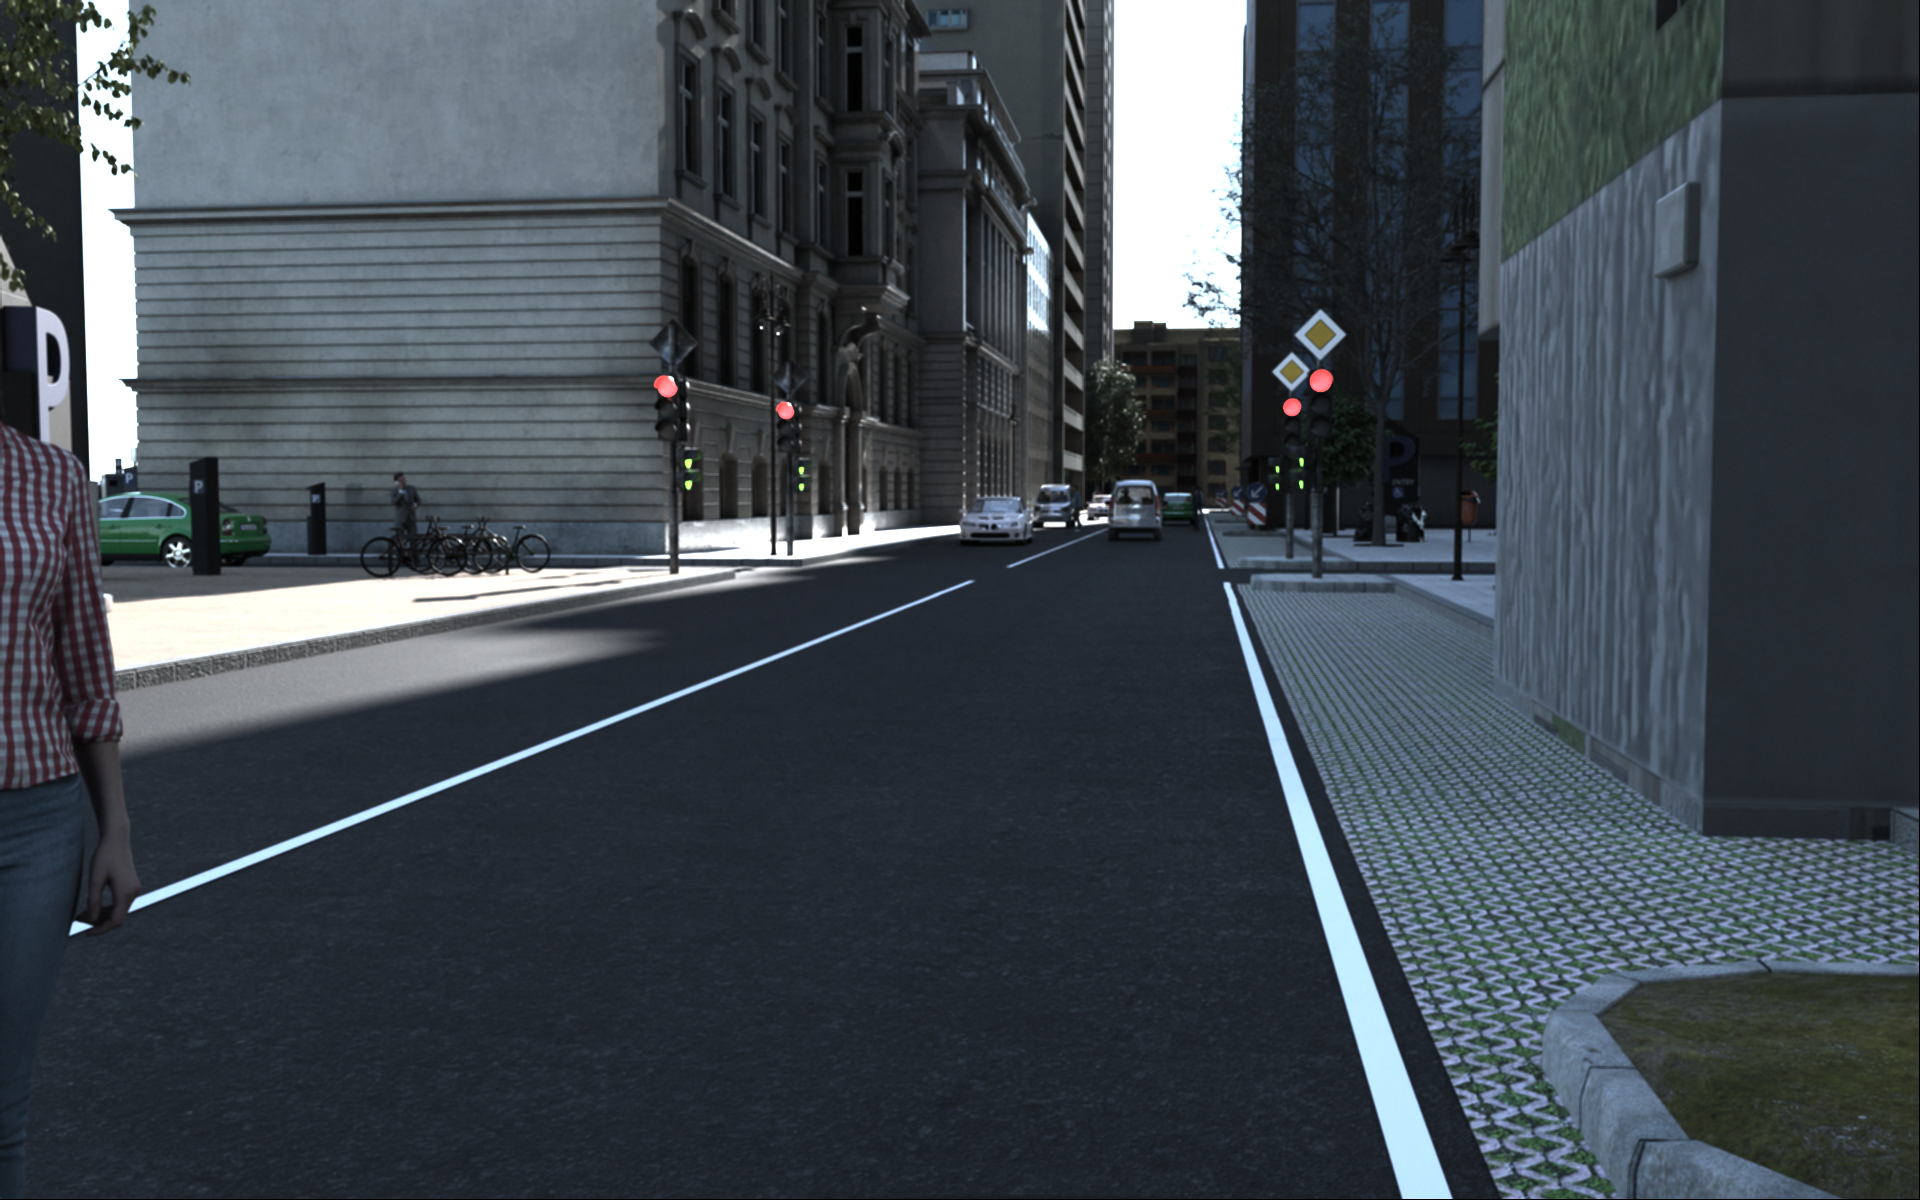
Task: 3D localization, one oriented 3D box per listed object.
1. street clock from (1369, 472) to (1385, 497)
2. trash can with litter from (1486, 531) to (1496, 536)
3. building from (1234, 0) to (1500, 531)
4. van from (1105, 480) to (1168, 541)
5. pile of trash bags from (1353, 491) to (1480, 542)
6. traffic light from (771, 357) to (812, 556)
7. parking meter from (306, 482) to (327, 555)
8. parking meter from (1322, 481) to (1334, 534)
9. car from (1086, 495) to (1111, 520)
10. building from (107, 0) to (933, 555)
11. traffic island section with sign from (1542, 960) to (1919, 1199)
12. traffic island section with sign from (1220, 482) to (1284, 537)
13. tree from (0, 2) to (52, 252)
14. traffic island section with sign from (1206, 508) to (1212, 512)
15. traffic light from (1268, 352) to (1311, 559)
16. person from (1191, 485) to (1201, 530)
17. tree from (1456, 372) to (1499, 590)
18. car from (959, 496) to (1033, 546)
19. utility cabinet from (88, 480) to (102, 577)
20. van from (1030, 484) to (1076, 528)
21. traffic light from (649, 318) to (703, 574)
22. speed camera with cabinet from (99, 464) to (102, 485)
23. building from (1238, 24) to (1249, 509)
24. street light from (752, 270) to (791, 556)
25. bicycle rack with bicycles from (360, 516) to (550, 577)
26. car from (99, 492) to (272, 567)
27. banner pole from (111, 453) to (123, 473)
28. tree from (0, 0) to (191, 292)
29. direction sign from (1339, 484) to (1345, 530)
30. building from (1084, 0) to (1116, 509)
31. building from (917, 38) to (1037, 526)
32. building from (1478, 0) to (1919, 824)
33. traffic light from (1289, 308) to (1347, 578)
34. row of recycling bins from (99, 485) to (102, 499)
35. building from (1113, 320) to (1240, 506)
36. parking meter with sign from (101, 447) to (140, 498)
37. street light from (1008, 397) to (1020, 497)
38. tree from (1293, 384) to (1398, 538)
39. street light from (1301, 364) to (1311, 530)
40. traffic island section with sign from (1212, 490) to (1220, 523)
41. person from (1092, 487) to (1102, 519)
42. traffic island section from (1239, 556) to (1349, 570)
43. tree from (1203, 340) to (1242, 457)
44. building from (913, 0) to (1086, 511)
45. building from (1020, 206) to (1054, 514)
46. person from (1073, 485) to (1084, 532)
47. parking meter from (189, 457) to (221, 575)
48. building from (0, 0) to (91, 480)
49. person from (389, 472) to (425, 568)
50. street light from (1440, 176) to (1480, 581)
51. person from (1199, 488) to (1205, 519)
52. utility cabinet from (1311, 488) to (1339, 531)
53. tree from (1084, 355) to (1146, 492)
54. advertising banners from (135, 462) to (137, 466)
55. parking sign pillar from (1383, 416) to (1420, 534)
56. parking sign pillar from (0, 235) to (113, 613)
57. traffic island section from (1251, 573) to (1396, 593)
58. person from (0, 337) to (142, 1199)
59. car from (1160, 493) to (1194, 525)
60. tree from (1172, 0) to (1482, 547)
[{"bbox_3d":[12.944,-3.014,53.848,0.471,2.002,0.358,1,4,16],"label":"street clock"},{"bbox_3d":[16.955,-2.618,53.860,1.678,1.210,2.233,3,5,45],"label":"trash can with litter"},{"bbox_3d":[18.521,-25.601,68.692,14.600,45.320,14.200,0,4,8],"label":"building"},{"bbox_3d":[5.567,-2.925,54.829,2.013,2.044,4.112,0,4,7],"label":"van"},{"bbox_3d":[12.299,-2.267,46.811,3.447,1.369,1.912,2,4,31],"label":"pile of trash bags"},{"bbox_3d":[-3.491,-2.857,35.639,0.839,4.253,0.868,0,4,8],"label":"traffic light"},{"bbox_3d":[-13.540,-1.714,36.433,0.372,1.533,0.369,0,3,0],"label":"parking meter"},{"bbox_3d":[11.915,-3.082,56.098,0.255,1.863,0.399,-2,4,-33],"label":"parking meter"},{"bbox_3d":[8.027,-5.100,95.751,2.083,1.381,4.827,0,4,7],"label":"car"},{"bbox_3d":[-8.979,-14.304,52.952,14.460,24.649,34.723,0,4,8],"label":"building"},{"bbox_3d":[2.371,0.302,3.688,1.989,1.847,2.006,0,4,8],"label":"traffic island section with sign"},{"bbox_3d":[9.932,-3.066,58.764,1.989,1.847,2.006,0,4,8],"label":"traffic island section with sign"},{"bbox_3d":[-13.307,-4.337,21.279,4.360,8.622,3.978,0,3,0],"label":"tree"},{"bbox_3d":[20.431,-7.756,135.440,1.989,1.847,2.006,0,4,8],"label":"traffic island section with sign"},{"bbox_3d":[6.529,-2.775,34.287,0.839,4.253,0.868,0,4,8],"label":"traffic light"},{"bbox_3d":[9.518,-3.735,69.754,0.419,1.800,0.721,0,4,1],"label":"person"},{"bbox_3d":[7.677,-1.742,23.090,1.663,3.219,1.824,0,3,0],"label":"tree"},{"bbox_3d":[1.082,-2.290,49.804,2.083,1.381,4.827,0,4,6],"label":"car"},{"bbox_3d":[-12.950,-1.045,25.766,0.318,1.500,1.173,-2,4,-27],"label":"utility cabinet"},{"bbox_3d":[4.093,-4.152,74.902,2.013,2.044,4.112,0,4,8],"label":"van"},{"bbox_3d":[-4.576,-2.374,27.728,0.839,4.253,0.868,0,4,8],"label":"traffic light"},{"bbox_3d":[-55.953,-7.288,113.496,0.660,3.252,2.038,-2,4,-34],"label":"speed camera with cabinet"},{"bbox_3d":[31.970,-28.766,153.912,14.154,41.232,14.086,0,4,8],"label":"building"},{"bbox_3d":[-3.885,-3.862,35.940,0.468,5.910,1.993,0,4,8],"label":"street light"},{"bbox_3d":[-8.124,-0.894,27.994,2.925,0.926,2.852,-1,4,-18],"label":"bicycle rack with bicycles"},{"bbox_3d":[-15.457,-1.457,32.616,4.718,1.807,1.959,1,4,9],"label":"car"},{"bbox_3d":[-51.129,-7.031,104.971,0.401,3.779,0.863,3,5,39],"label":"banner pole"},{"bbox_3d":[-7.781,-3.784,12.228,4.737,8.622,4.395,0,3,0],"label":"tree"},{"bbox_3d":[13.451,-4.231,61.181,0.876,3.537,0.379,-1,4,-13],"label":"direction sign"},{"bbox_3d":[5.007,-45.124,176.022,20.611,71.187,20.563,0,4,8],"label":"building"},{"bbox_3d":[-4.109,-14.690,81.979,13.314,21.916,24.055,0,4,8],"label":"building"},{"bbox_3d":[10.967,-20.071,11.759,14.154,41.232,14.086,0,4,8],"label":"building"},{"bbox_3d":[5.444,-2.291,26.375,0.839,4.253,0.868,0,4,8],"label":"traffic light"},{"bbox_3d":[-38.095,-4.108,74.279,1.069,1.692,3.534,2,4,32],"label":"row of recycling bins"},{"bbox_3d":[22.764,-22.113,206.580,28.899,21.520,27.650,0,4,8],"label":"building"},{"bbox_3d":[-31.128,-4.119,63.599,0.543,3.016,1.738,3,5,39],"label":"parking meter with sign"},{"bbox_3d":[2.565,-6.722,82.699,0.468,5.910,1.993,0,4,8],"label":"street light"},{"bbox_3d":[11.306,-4.157,51.676,4.285,4.588,4.351,0,3,0],"label":"tree"},{"bbox_3d":[12.362,-5.429,61.547,0.468,5.910,1.993,0,4,8],"label":"street light"},{"bbox_3d":[13.577,-4.700,85.473,1.989,1.847,2.006,0,4,8],"label":"traffic island section with sign"},{"bbox_3d":[7.995,-5.615,100.399,0.679,1.850,0.850,2,4,30],"label":"person"},{"bbox_3d":[6.567,-0.741,34.395,2.009,0.180,2.903,0,4,8],"label":"traffic island section"},{"bbox_3d":[19.975,-11.558,114.734,9.928,11.665,9.643,0,3,0],"label":"tree"},{"bbox_3d":[-2.510,-30.468,121.857,21.300,48.544,21.600,0,4,8],"label":"building"},{"bbox_3d":[-0.350,-15.149,102.438,10.420,20.320,16.860,0,4,8],"label":"building"},{"bbox_3d":[4.508,-3.499,66.047,0.444,1.785,0.601,0,4,6],"label":"person"},{"bbox_3d":[-11.946,-1.326,27.398,0.399,1.863,0.255,1,4,21],"label":"parking meter"},{"bbox_3d":[-39.245,-15.489,46.757,24.014,27.812,14.314,0,4,8],"label":"building"},{"bbox_3d":[-10.372,-1.482,32.542,0.655,1.846,0.447,-3,4,-36],"label":"person"},{"bbox_3d":[7.398,-3.229,25.579,0.468,5.910,1.993,0,4,8],"label":"street light"},{"bbox_3d":[14.054,-5.643,101.023,0.793,1.790,0.793,3,5,44],"label":"person"},{"bbox_3d":[12.592,-3.126,59.787,1.173,1.500,0.318,-3,5,-40],"label":"utility cabinet"},{"bbox_3d":[12.626,-15.489,159.906,9.857,13.997,8.962,0,3,0],"label":"tree"},{"bbox_3d":[-40.284,-5.379,84.129,0.090,3.025,2.074,0,4,-7],"label":"advertising banners"},{"bbox_3d":[14.334,-4.165,56.565,1.447,3.967,1.447,1,4,20],"label":"parking sign pillar"},{"bbox_3d":[-9.886,-1.834,18.451,1.447,3.967,1.447,-1,4,-11],"label":"parking sign pillar"},{"bbox_3d":[5.482,-0.257,26.484,2.009,0.180,2.903,0,4,8],"label":"traffic island section"},{"bbox_3d":[-1.484,0.368,2.499,0.388,1.821,0.555,2,4,34],"label":"person"},{"bbox_3d":[10.112,-4.386,80.514,1.959,1.807,4.718,0,4,6],"label":"car"},{"bbox_3d":[10.302,-8.073,42.368,12.009,13.543,11.850,0,3,0],"label":"tree"}]
